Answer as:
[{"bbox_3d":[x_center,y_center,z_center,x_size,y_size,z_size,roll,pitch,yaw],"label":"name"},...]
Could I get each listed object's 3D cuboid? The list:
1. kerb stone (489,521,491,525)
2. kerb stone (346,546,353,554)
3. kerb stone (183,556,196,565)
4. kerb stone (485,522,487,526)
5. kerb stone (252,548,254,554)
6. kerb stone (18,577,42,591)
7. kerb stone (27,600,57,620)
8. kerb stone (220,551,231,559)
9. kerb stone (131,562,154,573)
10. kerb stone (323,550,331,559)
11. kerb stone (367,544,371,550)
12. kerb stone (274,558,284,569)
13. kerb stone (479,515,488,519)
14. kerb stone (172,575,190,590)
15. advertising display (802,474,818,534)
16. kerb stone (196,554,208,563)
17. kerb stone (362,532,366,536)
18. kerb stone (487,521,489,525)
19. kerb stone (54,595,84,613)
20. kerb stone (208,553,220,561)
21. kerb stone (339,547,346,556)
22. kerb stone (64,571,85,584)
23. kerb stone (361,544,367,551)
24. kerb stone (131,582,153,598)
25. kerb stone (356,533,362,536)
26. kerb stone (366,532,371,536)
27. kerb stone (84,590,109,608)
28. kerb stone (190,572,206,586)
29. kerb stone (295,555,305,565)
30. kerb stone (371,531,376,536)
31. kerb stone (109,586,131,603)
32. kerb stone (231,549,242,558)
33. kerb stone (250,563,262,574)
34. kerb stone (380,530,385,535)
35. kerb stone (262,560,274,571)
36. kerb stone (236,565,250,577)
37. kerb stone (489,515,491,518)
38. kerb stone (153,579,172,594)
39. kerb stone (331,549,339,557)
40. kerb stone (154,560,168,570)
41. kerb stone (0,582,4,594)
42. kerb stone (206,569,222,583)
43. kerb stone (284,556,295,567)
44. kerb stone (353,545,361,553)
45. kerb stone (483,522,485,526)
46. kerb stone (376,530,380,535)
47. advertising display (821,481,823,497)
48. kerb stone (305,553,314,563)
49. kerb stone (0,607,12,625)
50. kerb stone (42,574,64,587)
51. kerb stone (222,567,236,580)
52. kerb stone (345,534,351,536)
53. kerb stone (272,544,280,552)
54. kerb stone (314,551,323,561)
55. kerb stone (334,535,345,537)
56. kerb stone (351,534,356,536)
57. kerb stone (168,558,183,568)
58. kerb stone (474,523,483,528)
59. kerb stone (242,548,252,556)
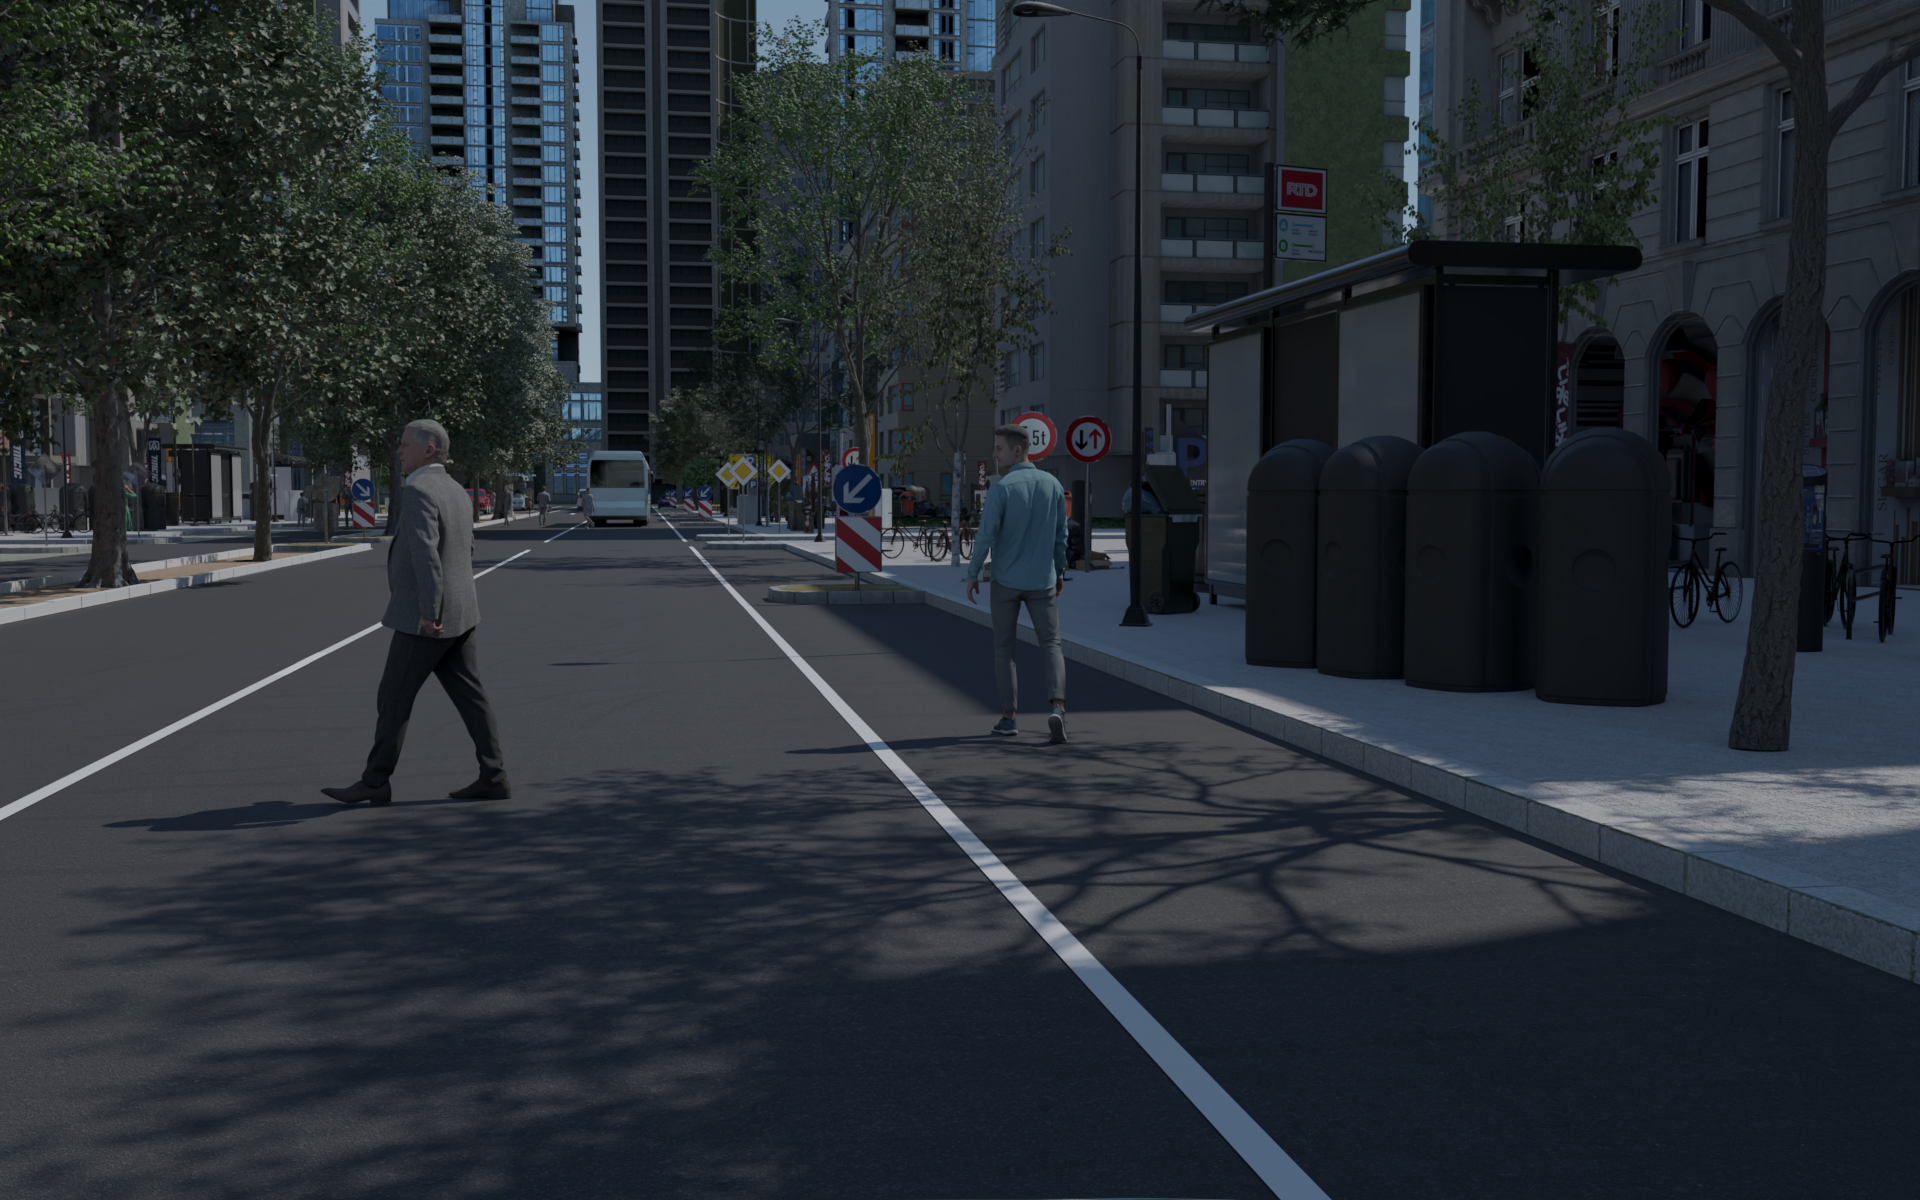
[{"bbox_3d":[-21.660,-3.487,79.202,0.120,0.150,1.000,-1,4,-10],"label":"kerb stone"},{"bbox_3d":[-14.691,-1.169,41.354,0.120,0.150,1.000,-1,4,-10],"label":"kerb stone"},{"bbox_3d":[-15.629,-0.776,34.878,0.120,0.150,1.000,-1,4,-10],"label":"kerb stone"},{"bbox_3d":[-21.289,-3.363,77.185,0.120,0.150,1.000,-1,4,-10],"label":"kerb stone"},{"bbox_3d":[-16.752,-1.142,40.940,0.120,0.150,1.000,-1,4,-10],"label":"kerb stone"},{"bbox_3d":[-13.961,-0.221,25.812,0.120,0.150,1.000,-1,4,-10],"label":"kerb stone"},{"bbox_3d":[-10.787,0.134,20.191,0.120,0.150,1.000,-1,4,-10],"label":"kerb stone"},{"bbox_3d":[-16.188,-0.956,37.903,0.120,0.150,1.000,-1,4,-10],"label":"kerb stone"},{"bbox_3d":[-15.073,-0.586,31.846,0.120,0.150,1.000,-1,4,-10],"label":"kerb stone"},{"bbox_3d":[-14.126,-0.987,38.336,0.120,0.150,1.000,-1,4,-10],"label":"kerb stone"},{"bbox_3d":[-15.241,-1.356,44.373,0.120,0.150,1.000,-1,4,-10],"label":"kerb stone"},{"bbox_3d":[-13.209,-0.678,33.308,0.120,0.150,1.000,-1,4,-10],"label":"kerb stone"},{"bbox_3d":[-27.797,-4.815,100.978,0.120,0.150,1.000,-1,4,-10],"label":"kerb stone"},{"bbox_3d":[-11.902,-0.248,26.243,0.120,0.150,1.000,-1,4,-10],"label":"kerb stone"},{"bbox_3d":[-4.908,-3.115,56.147,0.123,1.923,0.974,-2,4,-23],"label":"advertising display"},{"bbox_3d":[-15.816,-0.837,35.889,0.120,0.150,1.000,-1,4,-10],"label":"kerb stone"},{"bbox_3d":[-19.637,-2.105,56.620,0.120,0.150,1.000,-1,4,-10],"label":"kerb stone"},{"bbox_3d":[-21.467,-3.425,78.196,0.120,0.150,1.000,-1,4,-10],"label":"kerb stone"},{"bbox_3d":[-10.978,0.061,21.194,0.120,0.150,1.000,-1,4,-10],"label":"kerb stone"},{"bbox_3d":[-16.004,-0.899,36.894,0.120,0.150,1.000,-1,4,-10],"label":"kerb stone"},{"bbox_3d":[-14.505,-1.108,40.349,0.120,0.150,1.000,-1,4,-10],"label":"kerb stone"},{"bbox_3d":[-14.330,-0.340,27.824,0.120,0.150,1.000,-1,4,-10],"label":"kerb stone"},{"bbox_3d":[-15.056,-1.294,43.365,0.120,0.150,1.000,-1,4,-10],"label":"kerb stone"},{"bbox_3d":[-11.533,-0.124,24.225,0.120,0.150,1.000,-1,4,-10],"label":"kerb stone"},{"bbox_3d":[-19.442,-2.044,55.616,0.120,0.150,1.000,-1,4,-10],"label":"kerb stone"},{"bbox_3d":[-19.823,-2.164,57.634,0.120,0.150,1.000,-1,4,-10],"label":"kerb stone"},{"bbox_3d":[-11.158,0.002,22.200,0.120,0.150,1.000,-1,4,-10],"label":"kerb stone"},{"bbox_3d":[-12.093,-0.305,27.247,0.120,0.150,1.000,-1,4,-10],"label":"kerb stone"},{"bbox_3d":[-13.578,-0.801,35.319,0.120,0.150,1.000,-1,4,-10],"label":"kerb stone"},{"bbox_3d":[-20.006,-2.229,58.639,0.120,0.150,1.000,-1,4,-10],"label":"kerb stone"},{"bbox_3d":[-11.348,-0.059,23.209,0.120,0.150,1.000,-1,4,-10],"label":"kerb stone"},{"bbox_3d":[-16.375,-1.023,38.921,0.120,0.150,1.000,-1,4,-10],"label":"kerb stone"},{"bbox_3d":[-12.831,-0.555,31.290,0.120,0.150,1.000,-1,4,-10],"label":"kerb stone"},{"bbox_3d":[-20.370,-2.351,60.658,0.120,0.150,1.000,-1,4,-10],"label":"kerb stone"},{"bbox_3d":[-13.019,-0.607,32.304,0.120,0.150,1.000,-1,4,-10],"label":"kerb stone"},{"bbox_3d":[-12.645,-0.495,30.285,0.120,0.150,1.000,-1,4,-10],"label":"kerb stone"},{"bbox_3d":[-28.169,-4.940,102.988,0.120,0.150,1.000,-1,4,-10],"label":"kerb stone"},{"bbox_3d":[-11.710,-0.181,25.233,0.120,0.150,1.000,-1,4,-10],"label":"kerb stone"},{"bbox_3d":[-14.322,-1.049,39.343,0.120,0.150,1.000,-1,4,-10],"label":"kerb stone"},{"bbox_3d":[-15.266,-0.648,32.859,0.120,0.150,1.000,-1,4,-10],"label":"kerb stone"},{"bbox_3d":[-13.775,-0.157,24.807,0.120,0.150,1.000,-1,4,-10],"label":"kerb stone"},{"bbox_3d":[-12.273,-0.371,28.255,0.120,0.150,1.000,-1,4,-10],"label":"kerb stone"},{"bbox_3d":[-13.396,-0.741,34.312,0.120,0.150,1.000,-1,4,-10],"label":"kerb stone"},{"bbox_3d":[-14.869,-1.233,42.361,0.120,0.150,1.000,-1,4,-10],"label":"kerb stone"},{"bbox_3d":[-21.103,-3.295,76.180,0.120,0.150,1.000,-1,4,-10],"label":"kerb stone"},{"bbox_3d":[-20.192,-2.290,59.645,0.120,0.150,1.000,-1,4,-10],"label":"kerb stone"},{"bbox_3d":[-6.801,-4.604,80.488,0.974,1.923,0.123,2,4,28],"label":"advertising display"},{"bbox_3d":[-13.760,-0.864,36.325,0.120,0.150,1.000,-1,4,-10],"label":"kerb stone"},{"bbox_3d":[-10.602,0.184,19.185,0.120,0.150,1.000,-1,4,-10],"label":"kerb stone"},{"bbox_3d":[-14.146,-0.283,26.819,0.120,0.150,1.000,-1,4,-10],"label":"kerb stone"},{"bbox_3d":[-12.464,-0.433,29.279,0.120,0.150,1.000,-1,4,-10],"label":"kerb stone"},{"bbox_3d":[-19.074,-1.921,53.599,0.120,0.150,1.000,-1,4,-10],"label":"kerb stone"},{"bbox_3d":[-17.299,-1.332,43.975,0.120,0.150,1.000,-1,4,-10],"label":"kerb stone"},{"bbox_3d":[-13.945,-0.923,37.330,0.120,0.150,1.000,-1,4,-10],"label":"kerb stone"},{"bbox_3d":[-18.891,-1.859,52.593,0.120,0.150,1.000,-1,4,-10],"label":"kerb stone"},{"bbox_3d":[-19.261,-1.974,54.605,0.120,0.150,1.000,-1,4,-10],"label":"kerb stone"},{"bbox_3d":[-15.437,-0.714,33.867,0.120,0.150,1.000,-1,4,-10],"label":"kerb stone"},{"bbox_3d":[-20.911,-3.228,75.175,0.120,0.150,1.000,-1,4,-10],"label":"kerb stone"},{"bbox_3d":[-16.559,-1.085,39.928,0.120,0.150,1.000,-1,4,-10],"label":"kerb stone"}]
